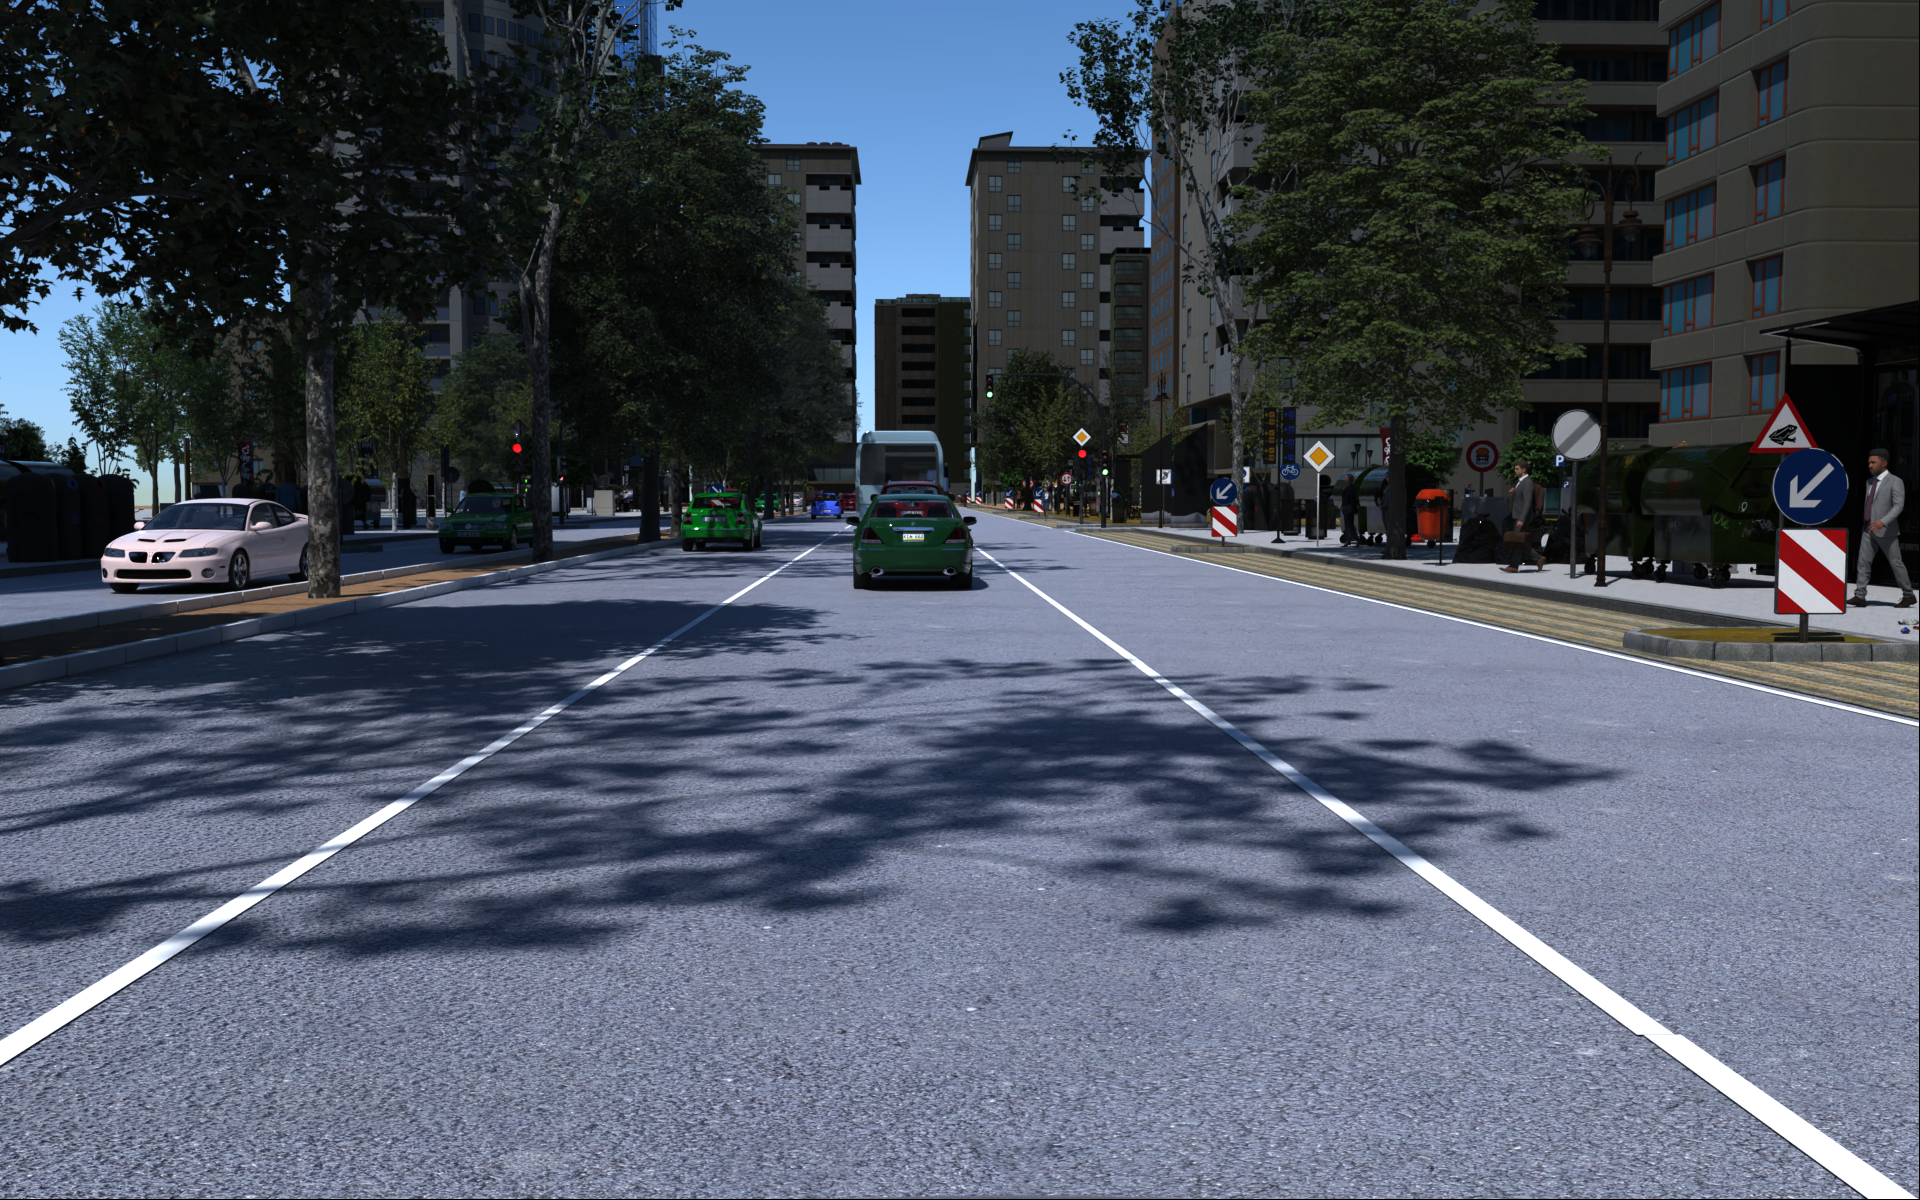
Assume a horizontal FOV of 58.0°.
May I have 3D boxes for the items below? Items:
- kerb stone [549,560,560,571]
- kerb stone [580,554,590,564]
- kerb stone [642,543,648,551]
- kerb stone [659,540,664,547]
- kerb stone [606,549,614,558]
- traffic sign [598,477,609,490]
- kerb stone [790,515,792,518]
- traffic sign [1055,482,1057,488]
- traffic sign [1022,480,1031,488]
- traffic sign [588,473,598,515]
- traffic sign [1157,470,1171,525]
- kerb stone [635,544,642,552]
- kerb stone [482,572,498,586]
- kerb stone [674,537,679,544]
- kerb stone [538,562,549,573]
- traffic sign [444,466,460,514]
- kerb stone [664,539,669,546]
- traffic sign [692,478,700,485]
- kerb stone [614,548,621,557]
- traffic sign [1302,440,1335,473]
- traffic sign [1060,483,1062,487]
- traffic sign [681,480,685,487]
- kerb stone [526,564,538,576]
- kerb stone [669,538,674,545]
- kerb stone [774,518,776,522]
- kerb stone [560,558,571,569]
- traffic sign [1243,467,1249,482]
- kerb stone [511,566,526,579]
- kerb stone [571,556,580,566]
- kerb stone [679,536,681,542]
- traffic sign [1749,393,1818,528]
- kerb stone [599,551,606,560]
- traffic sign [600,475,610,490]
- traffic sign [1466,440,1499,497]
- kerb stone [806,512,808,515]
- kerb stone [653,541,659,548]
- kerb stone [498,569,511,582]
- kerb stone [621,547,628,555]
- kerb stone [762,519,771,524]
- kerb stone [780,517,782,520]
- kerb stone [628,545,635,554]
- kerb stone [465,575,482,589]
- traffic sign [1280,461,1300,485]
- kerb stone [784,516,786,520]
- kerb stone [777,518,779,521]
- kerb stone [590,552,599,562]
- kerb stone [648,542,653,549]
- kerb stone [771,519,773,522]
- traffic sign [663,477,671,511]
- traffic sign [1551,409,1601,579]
[{"bbox_3d":[-7.722,-0.634,32.558,0.120,0.150,1.000,0,4,-2],"label":"kerb stone"},{"bbox_3d":[-7.819,-0.821,35.623,0.120,0.150,1.000,0,4,-2],"label":"kerb stone"},{"bbox_3d":[-8.105,-1.321,43.821,0.120,0.150,1.000,0,4,-2],"label":"kerb stone"},{"bbox_3d":[-8.207,-1.510,46.886,0.120,0.150,1.000,0,4,-2],"label":"kerb stone"},{"bbox_3d":[-7.936,-1.010,38.703,0.120,0.150,1.000,0,4,-2],"label":"kerb stone"},{"bbox_3d":[-21.165,-6.160,102.850,0.606,2.300,0.079,0,4,2],"label":"traffic sign"},{"bbox_3d":[-10.037,-4.803,100.719,0.120,0.150,1.000,0,4,-2],"label":"kerb stone"},{"bbox_3d":[8.035,-8.887,145.032,0.795,2.593,0.064,0,4,4],"label":"traffic sign"},{"bbox_3d":[5.504,-8.764,143.394,0.768,2.556,0.104,0,4,8],"label":"traffic sign"},{"bbox_3d":[-22.271,-6.406,104.846,0.768,2.556,0.104,0,4,6],"label":"traffic sign"},{"bbox_3d":[8.561,-4.323,72.806,0.606,2.300,0.079,0,4,6],"label":"traffic sign"},{"bbox_3d":[-8.060,-1.250,42.801,0.120,0.150,1.000,0,4,-2],"label":"kerb stone"},{"bbox_3d":[-7.542,-0.318,27.424,0.120,0.150,1.000,0,4,-2],"label":"kerb stone"},{"bbox_3d":[-8.319,-1.697,49.965,0.120,0.150,1.000,0,4,-2],"label":"kerb stone"},{"bbox_3d":[-7.686,-0.570,31.522,0.120,0.150,1.000,0,4,-2],"label":"kerb stone"},{"bbox_3d":[-23.400,-4.868,79.703,0.768,2.556,0.104,0,4,4],"label":"traffic sign"},{"bbox_3d":[-8.245,-1.567,47.918,0.120,0.150,1.000,0,4,-2],"label":"kerb stone"},{"bbox_3d":[-20.794,-8.360,136.784,0.768,2.556,0.104,0,4,-1],"label":"traffic sign"},{"bbox_3d":[-7.965,-1.072,39.724,0.120,0.150,1.000,0,4,-2],"label":"kerb stone"},{"bbox_3d":[8.759,-2.599,42.228,0.795,2.593,0.064,0,4,0],"label":"traffic sign"},{"bbox_3d":[8.220,-8.904,145.681,0.768,2.556,0.104,0,4,6],"label":"traffic sign"},{"bbox_3d":[-22.026,-8.325,136.119,0.884,2.594,0.081,0,4,-1],"label":"traffic sign"},{"bbox_3d":[-7.649,-0.507,30.501,0.120,0.150,1.000,0,4,-2],"label":"kerb stone"},{"bbox_3d":[-8.270,-1.634,48.943,0.120,0.150,1.000,0,4,-2],"label":"kerb stone"},{"bbox_3d":[-9.616,-4.050,88.418,0.120,0.150,1.000,0,4,-2],"label":"kerb stone"},{"bbox_3d":[-7.746,-0.696,33.579,0.120,0.150,1.000,0,4,-2],"label":"kerb stone"},{"bbox_3d":[10.576,-3.853,65.123,0.606,2.300,0.079,0,4,4],"label":"traffic sign"},{"bbox_3d":[-7.608,-0.445,29.480,0.120,0.150,1.000,0,4,-2],"label":"kerb stone"},{"bbox_3d":[-7.788,-0.759,34.601,0.120,0.150,1.000,0,4,-2],"label":"kerb stone"},{"bbox_3d":[-8.352,-1.758,50.987,0.120,0.150,1.000,0,4,-2],"label":"kerb stone"},{"bbox_3d":[10.670,-1.374,22.473,0.884,2.594,0.081,0,4,6],"label":"traffic sign"},{"bbox_3d":[-7.898,-0.947,37.681,0.120,0.150,1.000,0,4,-2],"label":"kerb stone"},{"bbox_3d":[-23.430,-6.966,114.007,0.768,2.556,0.104,0,4,-1],"label":"traffic sign"},{"bbox_3d":[12.240,-2.480,40.658,0.768,2.556,0.104,0,4,4],"label":"traffic sign"},{"bbox_3d":[-10.629,-5.867,118.123,0.120,0.150,1.000,0,4,-2],"label":"kerb stone"},{"bbox_3d":[-8.172,-1.442,45.865,0.120,0.150,1.000,0,4,-2],"label":"kerb stone"},{"bbox_3d":[-7.586,-0.382,28.445,0.120,0.150,1.000,0,4,-2],"label":"kerb stone"},{"bbox_3d":[-8.000,-1.135,40.748,0.120,0.150,1.000,0,4,-2],"label":"kerb stone"},{"bbox_3d":[-9.517,-3.863,85.353,0.120,0.150,1.000,0,4,-2],"label":"kerb stone"},{"bbox_3d":[-9.756,-4.301,92.514,0.120,0.150,1.000,0,4,-2],"label":"kerb stone"},{"bbox_3d":[-8.035,-1.198,41.779,0.120,0.150,1.000,0,4,-2],"label":"kerb stone"},{"bbox_3d":[-7.508,-0.254,26.401,0.120,0.150,1.000,0,4,-2],"label":"kerb stone"},{"bbox_3d":[12.316,-3.952,64.720,0.768,2.556,0.104,0,4,4],"label":"traffic sign"},{"bbox_3d":[-9.863,-4.489,95.588,0.120,0.150,1.000,0,4,-2],"label":"kerb stone"},{"bbox_3d":[-9.694,-4.176,90.470,0.120,0.150,1.000,0,4,-2],"label":"kerb stone"},{"bbox_3d":[-7.853,-0.884,36.656,0.120,0.150,1.000,0,4,-2],"label":"kerb stone"},{"bbox_3d":[-8.141,-1.381,44.843,0.120,0.150,1.000,0,4,-2],"label":"kerb stone"},{"bbox_3d":[-9.548,-3.925,86.375,0.120,0.150,1.000,0,4,-2],"label":"kerb stone"},{"bbox_3d":[-21.471,-7.790,127.476,0.768,2.556,0.104,0,4,7],"label":"traffic sign"},{"bbox_3d":[9.297,-1.596,26.197,0.768,2.556,0.104,0,4,0],"label":"traffic sign"}]
